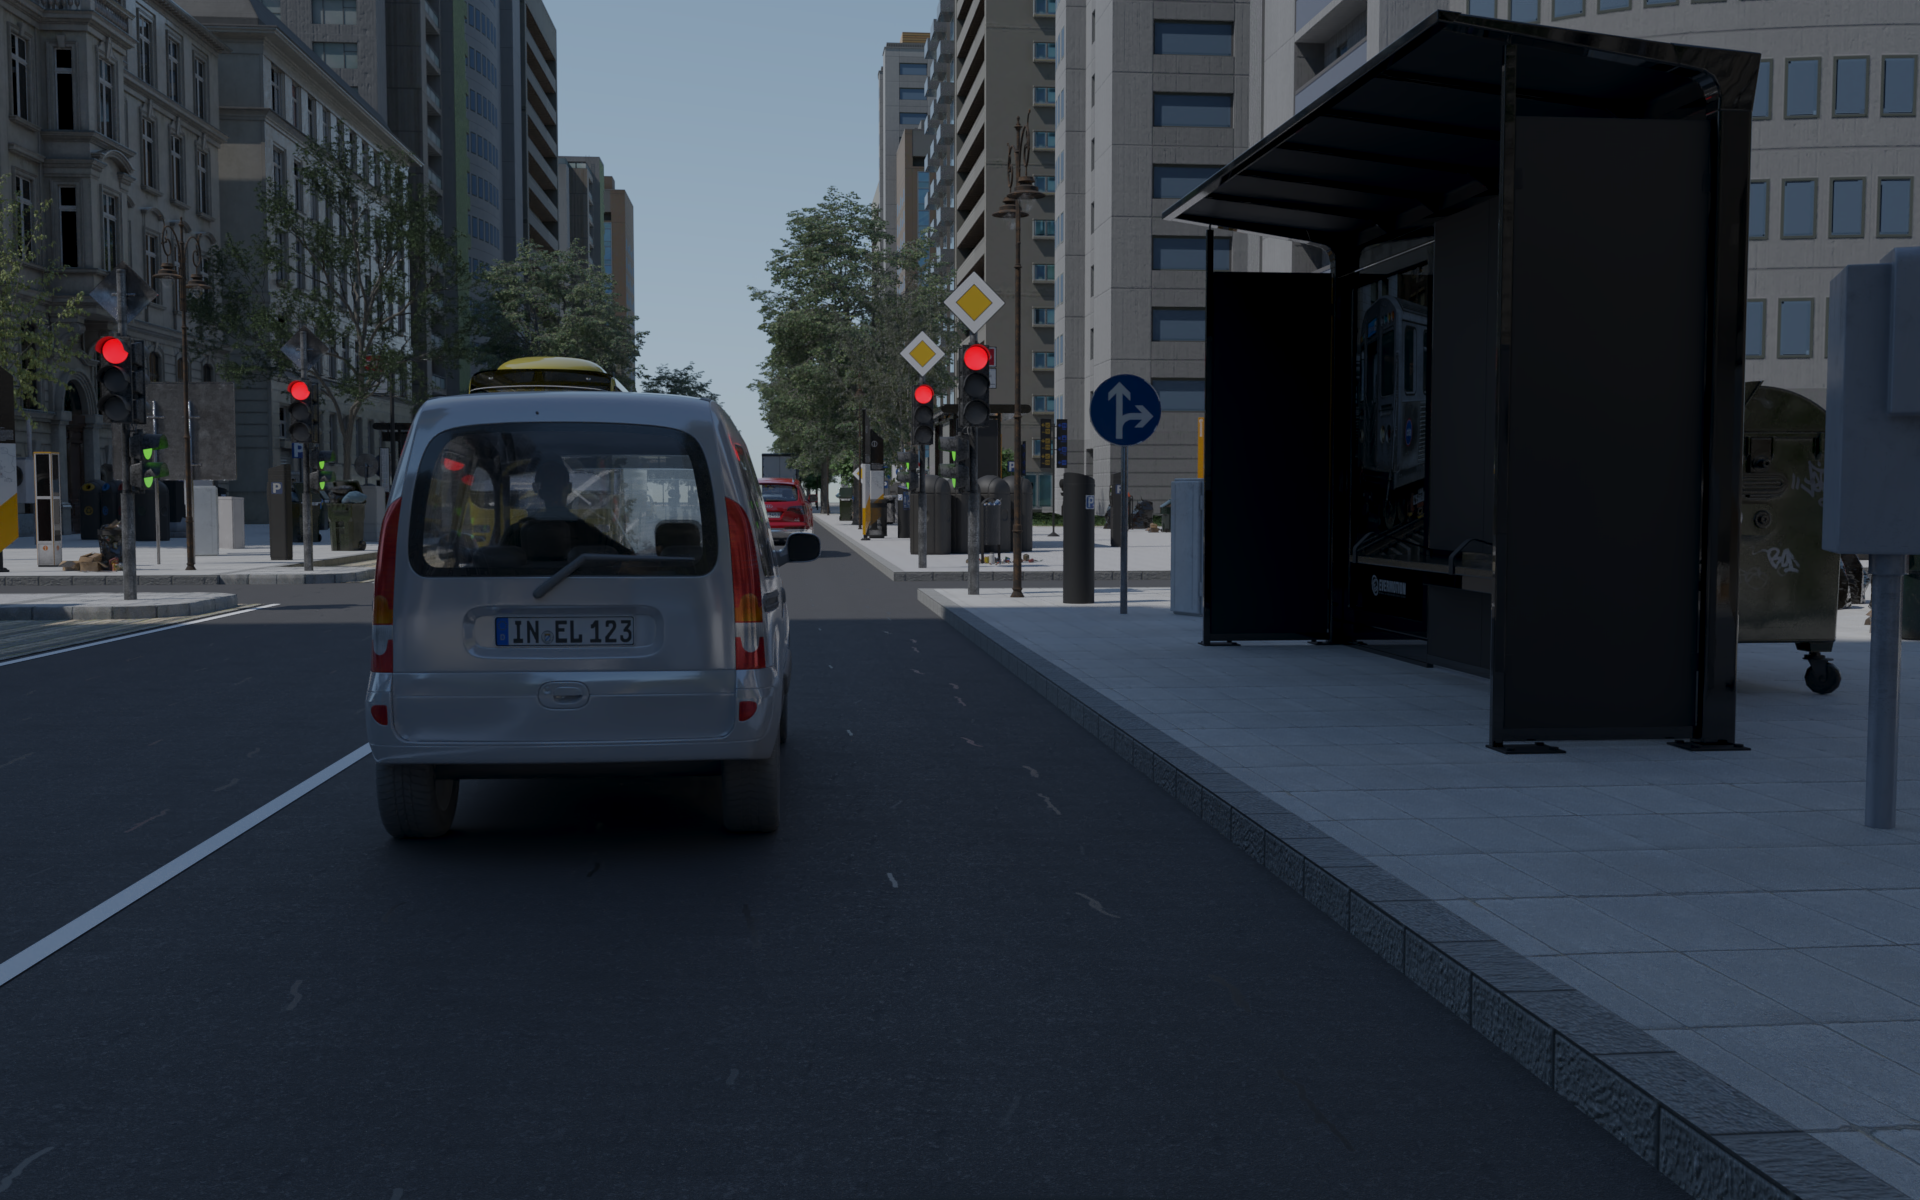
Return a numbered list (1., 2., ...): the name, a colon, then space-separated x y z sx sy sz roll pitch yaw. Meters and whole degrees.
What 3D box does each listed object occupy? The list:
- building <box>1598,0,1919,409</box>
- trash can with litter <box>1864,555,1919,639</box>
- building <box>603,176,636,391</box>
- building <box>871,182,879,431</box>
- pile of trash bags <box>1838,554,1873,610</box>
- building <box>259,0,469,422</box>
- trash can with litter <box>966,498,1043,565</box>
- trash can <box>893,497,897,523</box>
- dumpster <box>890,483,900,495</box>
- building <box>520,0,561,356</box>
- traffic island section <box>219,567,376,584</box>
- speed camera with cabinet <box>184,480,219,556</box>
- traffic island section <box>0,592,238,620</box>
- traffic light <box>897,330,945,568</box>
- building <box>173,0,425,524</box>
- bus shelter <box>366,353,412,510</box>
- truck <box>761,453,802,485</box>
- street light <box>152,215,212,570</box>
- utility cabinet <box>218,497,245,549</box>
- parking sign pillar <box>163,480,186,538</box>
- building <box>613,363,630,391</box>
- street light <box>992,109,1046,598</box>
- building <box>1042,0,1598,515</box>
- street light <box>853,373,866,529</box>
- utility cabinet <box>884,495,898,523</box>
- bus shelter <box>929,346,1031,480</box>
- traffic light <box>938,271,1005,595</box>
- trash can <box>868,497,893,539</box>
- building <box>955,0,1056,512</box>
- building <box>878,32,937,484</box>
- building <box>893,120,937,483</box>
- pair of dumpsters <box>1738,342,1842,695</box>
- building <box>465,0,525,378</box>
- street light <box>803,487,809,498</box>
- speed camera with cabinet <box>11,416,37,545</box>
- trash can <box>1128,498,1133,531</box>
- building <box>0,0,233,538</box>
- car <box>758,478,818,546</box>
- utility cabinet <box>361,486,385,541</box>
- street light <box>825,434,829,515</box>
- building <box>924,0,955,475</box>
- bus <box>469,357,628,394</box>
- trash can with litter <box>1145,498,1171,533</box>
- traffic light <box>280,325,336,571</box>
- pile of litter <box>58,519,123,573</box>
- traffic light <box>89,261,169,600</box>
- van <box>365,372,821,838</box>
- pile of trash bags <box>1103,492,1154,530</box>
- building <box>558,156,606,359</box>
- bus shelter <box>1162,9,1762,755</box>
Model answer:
1. building: 25.022 -31.237 52.724 28.212 58.520 21.231 0 4 -6
2. trash can with litter: 8.450 -0.253 15.531 0.624 1.170 1.055 0 4 3
3. building: -53.900 -36.502 246.911 14.600 45.320 14.200 0 4 -6
4. building: -1.765 -38.575 254.409 21.300 48.544 21.600 0 4 -6
5. pile of trash bags: 10.766 -0.643 20.260 1.912 1.369 3.447 3 5 42
6. building: -38.971 -25.966 108.146 14.154 41.232 14.086 0 4 -6
7. trash can with litter: 0.903 -1.305 32.387 1.678 1.210 2.233 3 5 39
8. trash can: -3.065 -3.785 73.546 0.748 1.137 0.748 0 3 0
9. dumpster: -3.412 -5.379 93.698 1.264 1.857 1.865 0 4 -6
10. building: -47.619 -32.394 153.343 21.300 48.544 21.600 0 4 -6
11. traffic island section: -10.914 -0.409 28.976 2.009 0.180 2.903 0 4 -6
12. speed camera with cabinet: -16.027 -2.580 36.525 0.660 3.252 2.038 -2 4 -26
13. traffic island section: -10.091 0.076 21.033 2.009 0.180 2.903 0 4 -6
14. traffic light: -0.668 -2.507 29.914 0.839 4.253 0.868 0 4 -6
15. building: -37.917 -15.492 86.577 16.112 22.955 30.059 0 4 -6
16. bus shelter: -16.295 -4.562 52.226 2.179 5.291 8.768 0 4 -6
17. truck: -12.836 -8.288 124.414 2.839 4.237 11.283 0 4 -5
18. street light: -12.973 -3.440 29.029 0.468 5.910 1.993 0 4 -6
19. utility cabinet: -17.201 -1.815 40.836 0.306 1.237 1.020 -3 5 -44
20. parking sign pillar: -22.982 -3.837 51.201 1.447 3.967 1.447 1 4 10
21. building: -57.982 -23.212 224.561 27.650 21.520 28.899 0 4 -6
22. street light: 0.712 -2.970 21.348 0.468 5.910 1.993 0 4 -6
23. building: 15.389 -33.341 87.117 21.231 58.520 28.212 0 4 -6
24. street light: -3.621 -5.496 62.645 0.468 5.910 1.993 0 4 -6
25. utility cabinet: -2.908 -4.011 76.734 1.020 1.237 0.306 3 5 39
26. bus shelter: 0.188 -4.092 44.540 2.179 5.291 8.768 0 4 -6
27. traffic light: 0.155 -2.021 21.971 0.839 4.253 0.868 0 4 -6
28. trash can: -2.412 -2.356 50.179 0.748 1.137 0.748 0 3 0
29. building: 11.292 -30.977 130.168 21.300 48.544 21.600 0 4 -6
30. building: -0.214 -42.035 229.273 21.231 58.520 28.212 0 4 -6
31. building: -0.223 -34.146 208.395 14.600 45.320 14.200 0 4 -6
32. pair of dumpsters: 4.792 -0.643 13.006 1.574 2.255 4.437 0 4 -6
33. building: -45.213 -35.853 128.196 21.231 58.520 28.212 0 4 -6
34. street light: -15.795 -12.702 180.465 0.468 5.910 1.993 0 4 -6
35. speed camera with cabinet: -24.302 -3.039 44.031 2.038 3.252 0.660 1 4 20
36. trash can: 5.577 -2.933 59.608 0.748 1.137 0.748 0 3 0
37. building: -33.736 -14.369 54.020 14.460 24.649 34.723 0 4 -6
38. car: -4.504 -1.983 41.093 2.281 1.827 5.304 0 4 -5
39. utility cabinet: -15.964 -2.325 46.698 1.173 1.500 0.318 3 4 36
40. street light: -7.941 -8.036 104.174 0.468 5.910 1.993 0 4 -6
41. building: 8.541 -32.806 155.987 23.786 49.044 30.456 0 4 -6
42. bus: -7.826 -2.640 34.718 2.896 3.916 12.252 0 4 -8
43. trash can with litter: 6.734 -2.825 57.577 1.055 1.170 0.624 -1 4 -14
44. traffic light: -10.873 -2.442 28.845 0.839 4.253 0.868 0 4 -6
45. pile of litter: -14.470 -0.920 28.999 1.176 0.858 1.719 -1 4 -14
46. traffic light: -10.050 -1.956 20.902 0.839 4.253 0.868 0 4 -6
47. van: -1.698 -0.099 8.638 2.013 2.044 4.112 0 4 -5
48. pile of trash bags: 6.149 -3.293 63.592 1.912 1.369 3.447 0 4 8
49. building: -49.352 -31.785 203.283 14.154 41.232 14.086 0 4 -6
50. bus shelter: 2.859 -1.244 11.621 1.731 3.624 6.357 0 4 -6
